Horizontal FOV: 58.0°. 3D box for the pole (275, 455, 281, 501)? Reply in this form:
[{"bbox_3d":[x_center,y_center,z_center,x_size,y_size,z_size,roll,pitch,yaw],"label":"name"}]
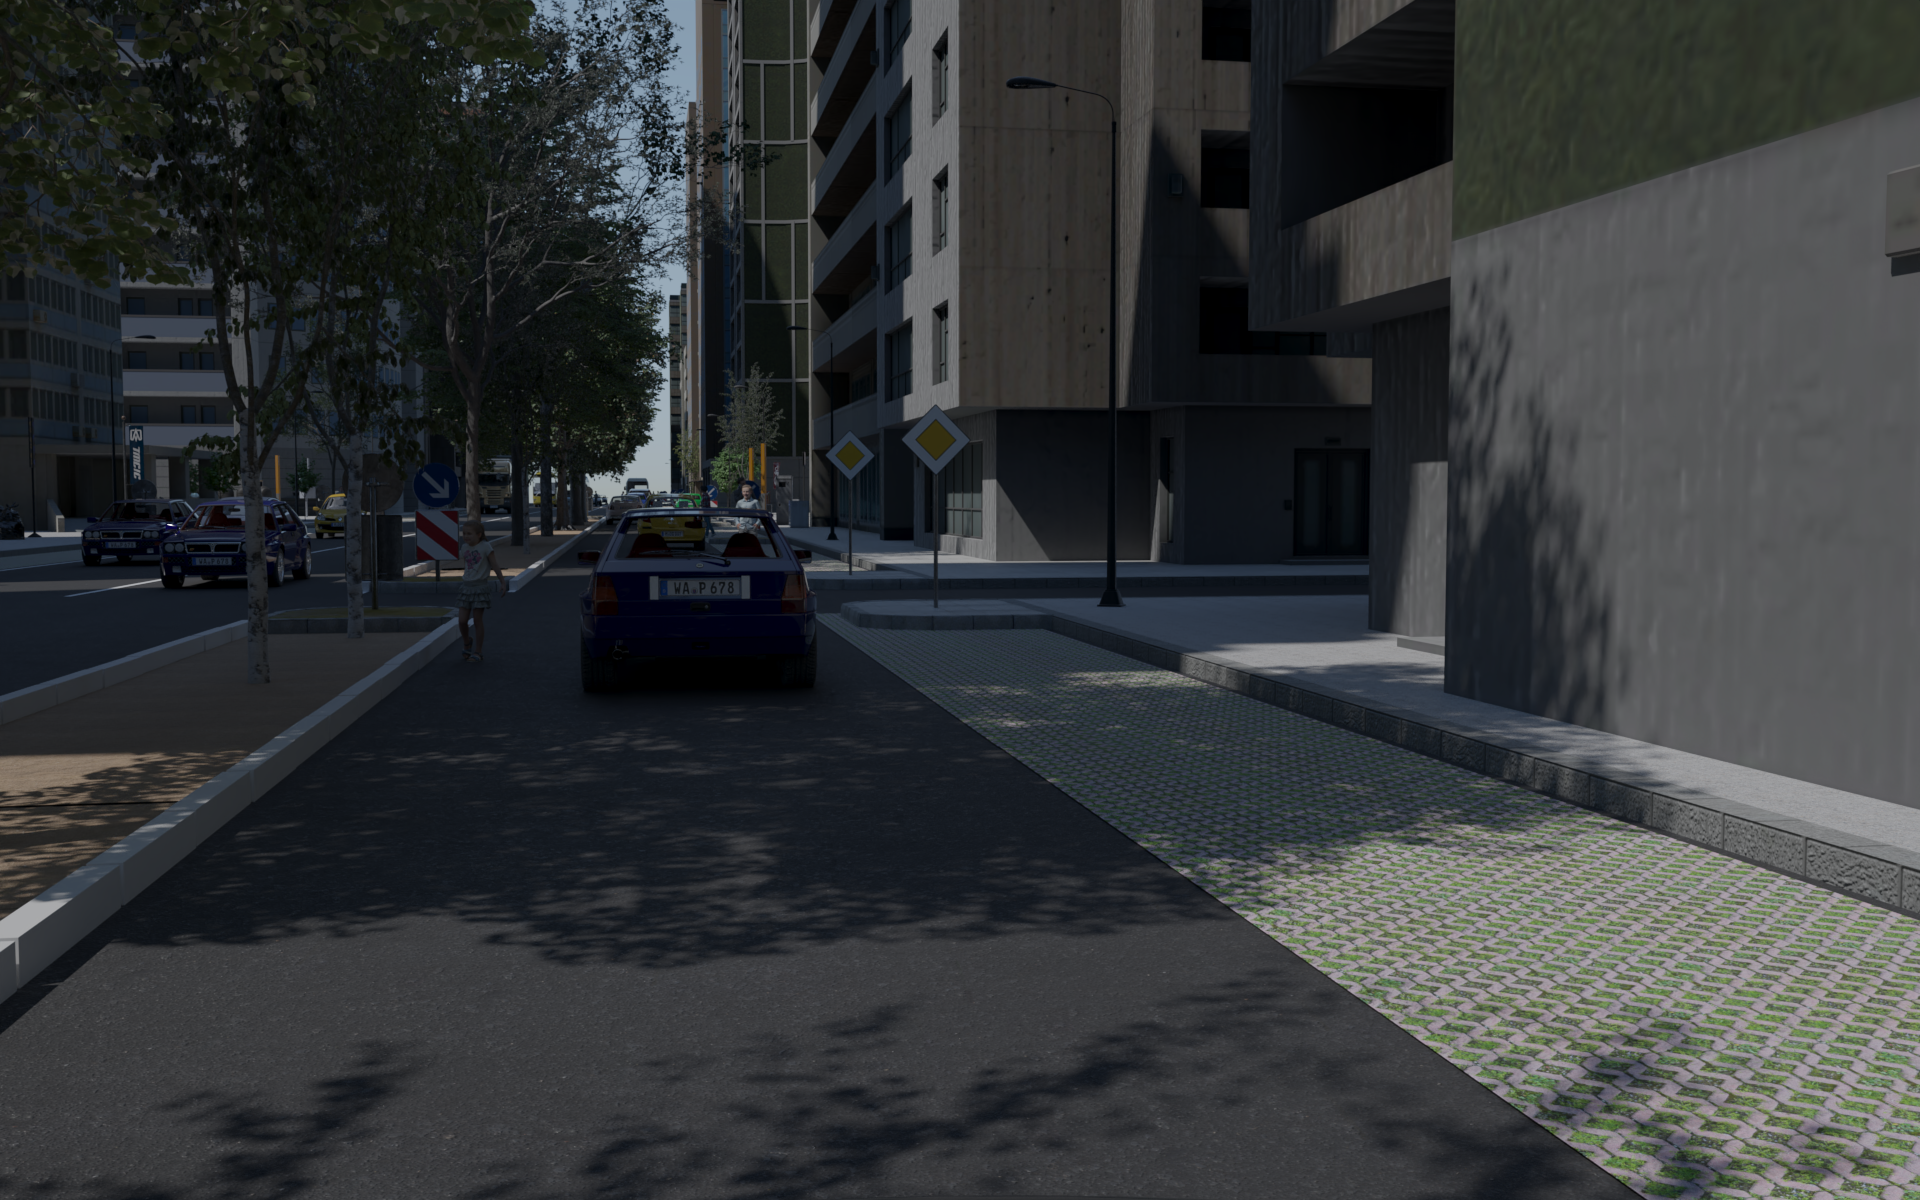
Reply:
[{"bbox_3d":[-35.942,-5.960,91.290,0.158,3.312,0.155,0,3,0],"label":"pole"}]

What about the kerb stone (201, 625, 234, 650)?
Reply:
[{"bbox_3d":[-6.999,0.366,16.204,0.120,0.150,1.000,-1,4,-10],"label":"kerb stone"}]

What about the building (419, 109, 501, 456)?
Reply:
[{"bbox_3d":[-62.741,-32.860,191.883,22.147,44.769,28.867,-1,4,-10],"label":"building"}]

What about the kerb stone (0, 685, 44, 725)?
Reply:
[{"bbox_3d":[-6.063,0.674,11.179,0.120,0.150,1.000,-1,4,-10],"label":"kerb stone"}]

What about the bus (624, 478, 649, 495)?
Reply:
[{"bbox_3d":[-38.045,-12.784,203.873,2.948,3.499,13.247,-1,4,-11],"label":"bus"}]

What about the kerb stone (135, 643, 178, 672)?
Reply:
[{"bbox_3d":[-6.627,0.489,14.194,0.120,0.150,1.000,-1,4,-10],"label":"kerb stone"}]

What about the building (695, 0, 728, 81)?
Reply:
[{"bbox_3d":[-14.271,-30.072,141.791,14.600,45.320,14.200,-1,4,-10],"label":"building"}]

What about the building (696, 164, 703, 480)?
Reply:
[{"bbox_3d":[-13.472,-31.143,163.816,22.147,44.769,28.867,-1,4,-10],"label":"building"}]

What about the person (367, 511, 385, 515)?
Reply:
[{"bbox_3d":[-10.397,-1.361,30.933,0.473,1.802,0.592,0,4,2],"label":"person"}]

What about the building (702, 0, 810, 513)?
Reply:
[{"bbox_3d":[-8.029,-41.936,123.905,20.563,71.187,20.611,-1,4,-10],"label":"building"}]

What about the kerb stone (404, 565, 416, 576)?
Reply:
[{"bbox_3d":[-9.539,-0.463,29.848,0.120,0.150,1.000,-1,4,-10],"label":"kerb stone"}]

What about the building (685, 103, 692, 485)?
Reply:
[{"bbox_3d":[-23.600,-33.338,195.190,14.600,45.320,14.200,-1,4,-10],"label":"building"}]

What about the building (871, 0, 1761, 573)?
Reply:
[{"bbox_3d":[5.972,-16.175,36.163,14.107,30.474,14.160,-1,4,-10],"label":"building"}]

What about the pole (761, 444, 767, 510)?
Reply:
[{"bbox_3d":[-7.933,-4.659,70.018,0.158,3.312,0.155,0,3,0],"label":"pole"}]

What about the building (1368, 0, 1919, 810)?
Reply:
[{"bbox_3d":[9.644,-14.795,13.598,14.160,30.474,14.107,-1,4,-10],"label":"building"}]

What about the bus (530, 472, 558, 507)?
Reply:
[{"bbox_3d":[-45.558,-12.222,191.375,2.896,3.916,12.252,-1,4,-10],"label":"bus"}]

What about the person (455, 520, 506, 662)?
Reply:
[{"bbox_3d":[-4.106,-0.085,14.898,0.505,1.210,0.382,1,4,15],"label":"person"}]

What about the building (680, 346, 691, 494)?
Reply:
[{"bbox_3d":[-20.899,-22.829,218.293,27.650,21.520,28.899,-1,4,-10],"label":"building"}]

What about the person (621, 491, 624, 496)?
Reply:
[{"bbox_3d":[-32.130,-9.526,165.194,0.436,1.711,0.756,0,4,4],"label":"person"}]

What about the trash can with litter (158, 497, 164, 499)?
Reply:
[{"bbox_3d":[-37.720,-4.355,82.589,1.055,1.170,0.624,-2,4,-34],"label":"trash can with litter"}]

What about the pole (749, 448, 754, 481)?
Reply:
[{"bbox_3d":[-9.259,-5.084,76.964,0.158,3.312,0.155,0,3,0],"label":"pole"}]

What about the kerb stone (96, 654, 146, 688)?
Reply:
[{"bbox_3d":[-6.427,0.552,13.191,0.120,0.150,1.000,-1,4,-10],"label":"kerb stone"}]

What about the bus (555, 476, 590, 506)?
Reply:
[{"bbox_3d":[-37.426,-10.585,167.919,2.948,3.499,13.247,-1,4,-10],"label":"bus"}]

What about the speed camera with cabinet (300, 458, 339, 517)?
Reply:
[{"bbox_3d":[-35.657,-6.242,96.400,2.038,3.252,0.660,-3,5,-45],"label":"speed camera with cabinet"}]

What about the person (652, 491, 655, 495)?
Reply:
[{"bbox_3d":[-40.568,-13.501,229.252,1.348,1.823,0.705,0,4,-6],"label":"person"}]

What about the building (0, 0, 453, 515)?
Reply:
[{"bbox_3d":[-56.949,-27.044,134.058,32.217,40.220,23.993,-1,4,-10],"label":"building"}]

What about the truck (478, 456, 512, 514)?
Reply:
[{"bbox_3d":[-34.235,-8.536,128.480,2.839,4.237,11.283,-1,4,-11],"label":"truck"}]

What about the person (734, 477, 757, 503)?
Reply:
[{"bbox_3d":[-5.237,-2.100,42.636,0.655,1.846,0.447,-2,4,-28],"label":"person"}]

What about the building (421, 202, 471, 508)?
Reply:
[{"bbox_3d":[-51.548,-23.458,155.236,14.160,30.474,14.107,-1,4,-10],"label":"building"}]

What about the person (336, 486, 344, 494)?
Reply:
[{"bbox_3d":[-28.809,-4.405,80.620,0.635,1.810,0.391,-1,4,-19],"label":"person"}]

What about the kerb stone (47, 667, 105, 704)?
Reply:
[{"bbox_3d":[-6.248,0.612,12.184,0.120,0.150,1.000,-1,4,-10],"label":"kerb stone"}]

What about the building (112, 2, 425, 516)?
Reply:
[{"bbox_3d":[-46.757,-34.672,108.888,21.231,58.520,28.212,-1,4,-10],"label":"building"}]

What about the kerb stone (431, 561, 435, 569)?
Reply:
[{"bbox_3d":[-10.091,-0.652,32.864,0.120,0.150,1.000,-1,4,-10],"label":"kerb stone"}]

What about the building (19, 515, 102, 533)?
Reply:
[{"bbox_3d":[-45.346,-22.656,62.309,32.217,40.220,23.993,-1,4,-10],"label":"building"}]

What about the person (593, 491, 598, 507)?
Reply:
[{"bbox_3d":[-40.700,-11.311,193.511,0.705,1.814,1.350,-3,4,-37],"label":"person"}]

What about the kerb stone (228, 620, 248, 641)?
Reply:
[{"bbox_3d":[-7.181,0.309,17.213,0.120,0.150,1.000,-1,4,-10],"label":"kerb stone"}]

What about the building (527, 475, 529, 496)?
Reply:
[{"bbox_3d":[-66.817,-28.459,237.006,14.160,30.474,14.107,-1,4,-10],"label":"building"}]

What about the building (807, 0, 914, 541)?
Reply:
[{"bbox_3d":[6.468,-26.586,58.383,21.300,48.544,21.600,-1,4,-10],"label":"building"}]

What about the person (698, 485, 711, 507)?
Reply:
[{"bbox_3d":[-8.283,-2.899,56.743,0.643,1.720,0.563,-1,4,-19],"label":"person"}]

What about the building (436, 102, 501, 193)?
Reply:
[{"bbox_3d":[-66.723,-36.266,216.647,21.300,48.544,21.600,-1,4,-10],"label":"building"}]

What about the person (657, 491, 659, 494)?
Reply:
[{"bbox_3d":[-29.900,-9.957,171.823,1.217,1.766,0.721,1,4,18],"label":"person"}]

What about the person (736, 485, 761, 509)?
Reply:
[{"bbox_3d":[-3.929,-1.333,32.099,0.589,1.601,0.330,1,4,15],"label":"person"}]

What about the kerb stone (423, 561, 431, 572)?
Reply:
[{"bbox_3d":[-9.902,-0.591,31.859,0.120,0.150,1.000,-1,4,-10],"label":"kerb stone"}]

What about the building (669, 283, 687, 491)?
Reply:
[{"bbox_3d":[-35.095,-29.348,251.541,14.160,30.474,14.107,-1,4,-10],"label":"building"}]

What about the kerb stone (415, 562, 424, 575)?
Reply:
[{"bbox_3d":[-9.712,-0.530,30.855,0.120,0.150,1.000,-1,4,-10],"label":"kerb stone"}]

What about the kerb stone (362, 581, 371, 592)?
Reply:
[{"bbox_3d":[-8.788,-0.216,25.795,0.120,0.150,1.000,-1,4,-10],"label":"kerb stone"}]

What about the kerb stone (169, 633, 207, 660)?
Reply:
[{"bbox_3d":[-6.820,0.429,15.197,0.120,0.150,1.000,-1,4,-10],"label":"kerb stone"}]
